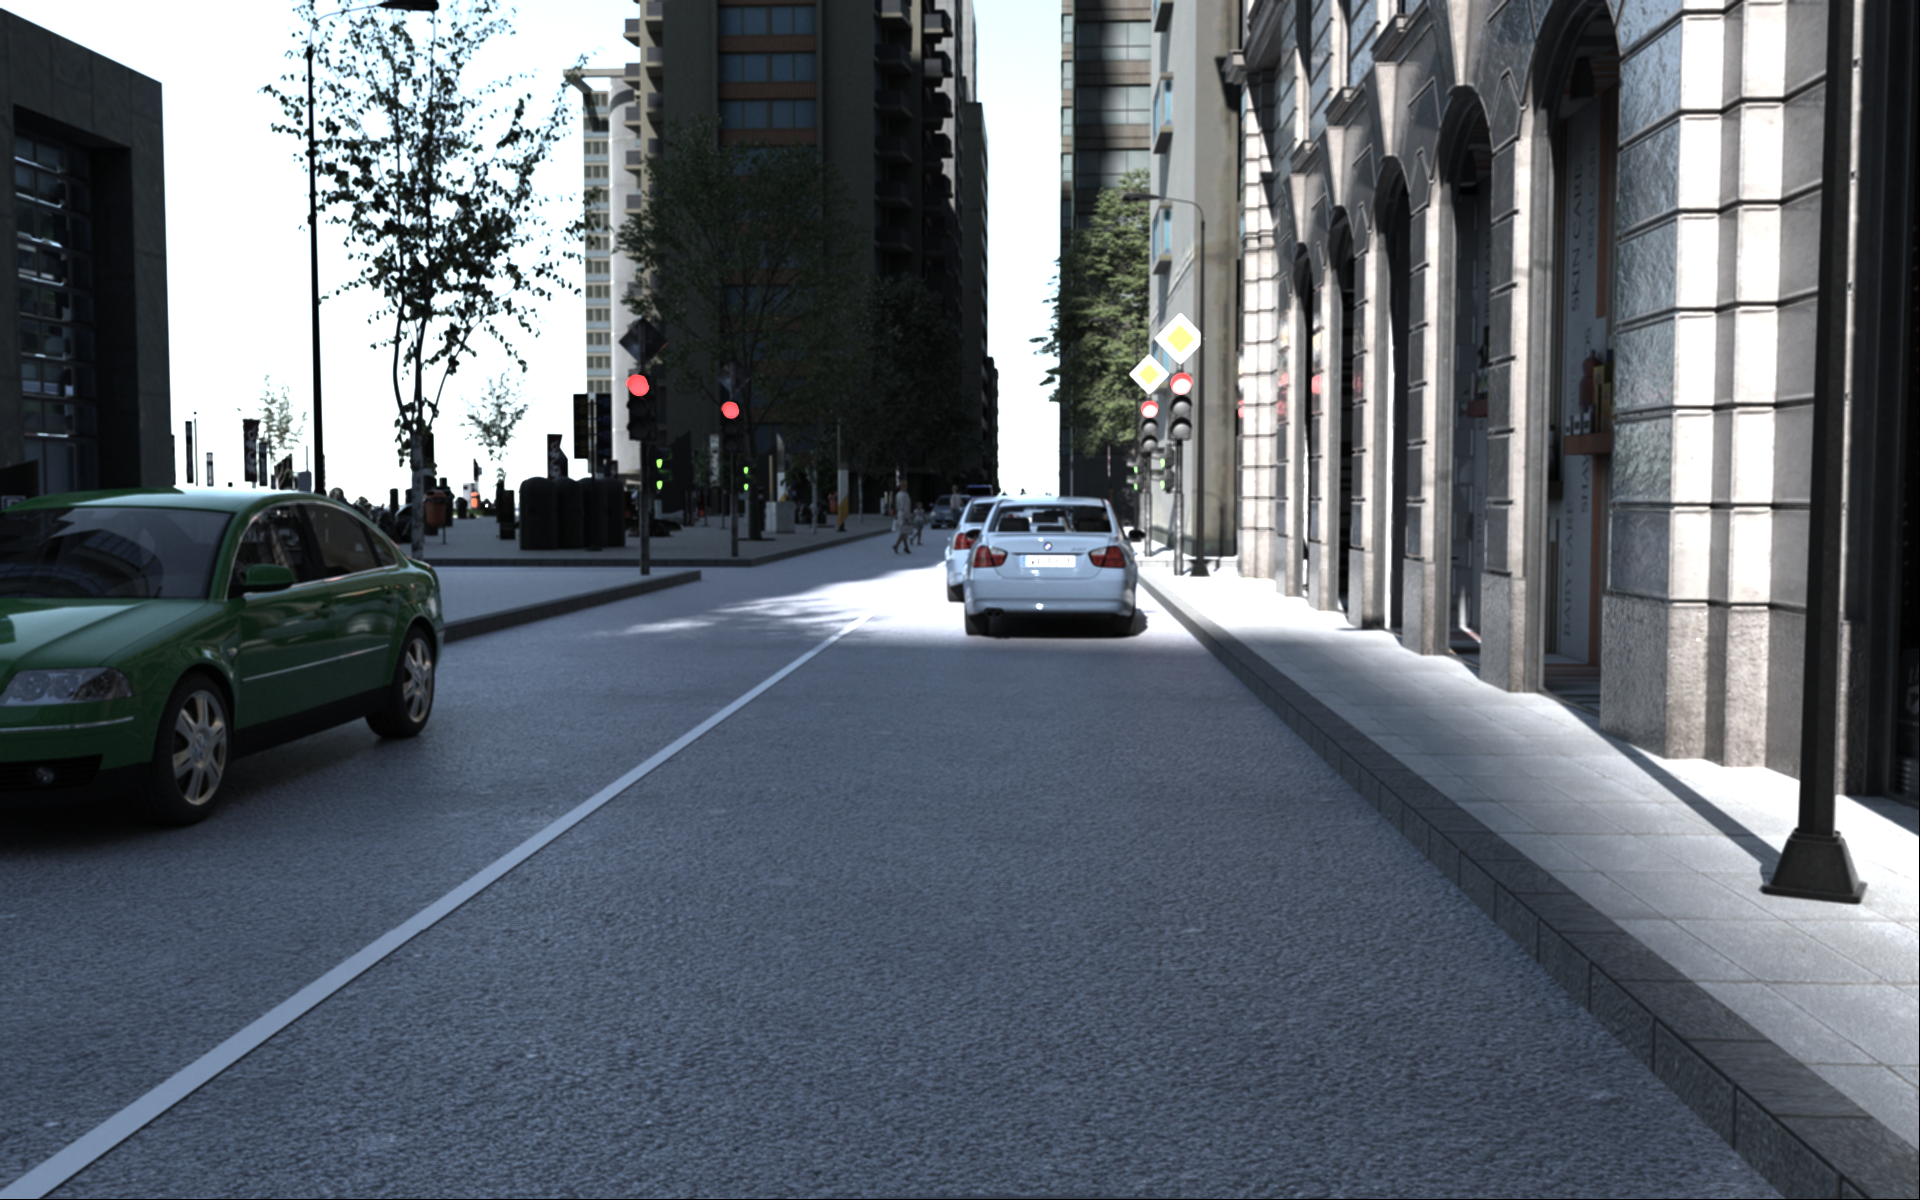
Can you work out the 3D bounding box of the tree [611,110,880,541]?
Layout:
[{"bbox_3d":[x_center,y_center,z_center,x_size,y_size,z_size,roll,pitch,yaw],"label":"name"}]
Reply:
[{"bbox_3d":[-5.834,-7.462,47.766,9.928,11.665,9.643,0,3,0],"label":"tree"}]

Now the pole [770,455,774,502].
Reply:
[{"bbox_3d":[-9.936,-5.970,91.447,0.158,3.312,0.155,0,3,0],"label":"pole"}]

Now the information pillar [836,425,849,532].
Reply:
[{"bbox_3d":[-4.009,-4.156,59.301,0.183,3.616,0.504,2,4,35],"label":"information pillar"}]

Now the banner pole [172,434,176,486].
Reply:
[{"bbox_3d":[-28.925,-4.494,63.488,0.401,3.779,0.863,0,4,3],"label":"banner pole"}]

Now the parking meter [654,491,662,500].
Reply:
[{"bbox_3d":[-15.352,-5.051,88.290,0.399,1.863,0.255,1,4,11],"label":"parking meter"}]

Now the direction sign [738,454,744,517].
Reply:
[{"bbox_3d":[-12.286,-6.426,97.070,0.379,3.537,0.876,-2,4,-23],"label":"direction sign"}]

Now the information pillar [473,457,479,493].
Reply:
[{"bbox_3d":[-30.926,-7.297,110.660,0.183,3.616,0.504,1,4,21],"label":"information pillar"}]

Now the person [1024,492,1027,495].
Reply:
[{"bbox_3d":[8.371,-12.767,217.963,0.721,1.743,1.217,2,4,24],"label":"person"}]

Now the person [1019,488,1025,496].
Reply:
[{"bbox_3d":[3.671,-5.778,103.236,0.850,1.792,0.678,1,4,10],"label":"person"}]

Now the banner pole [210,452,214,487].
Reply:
[{"bbox_3d":[-39.141,-6.121,90.089,0.401,3.779,0.863,2,4,31],"label":"banner pole"}]

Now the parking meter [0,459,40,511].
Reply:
[{"bbox_3d":[-6.902,-0.258,12.622,0.372,1.533,0.369,0,3,0],"label":"parking meter"}]

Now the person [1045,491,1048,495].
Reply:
[{"bbox_3d":[12.615,-14.985,253.139,1.348,1.869,0.705,-3,4,-36],"label":"person"}]

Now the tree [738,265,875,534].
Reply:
[{"bbox_3d":[-4.872,-6.409,55.143,4.737,8.622,4.395,0,3,0],"label":"tree"}]

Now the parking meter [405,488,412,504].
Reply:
[{"bbox_3d":[-23.619,-4.031,74.316,0.372,1.533,0.369,0,3,0],"label":"parking meter"}]

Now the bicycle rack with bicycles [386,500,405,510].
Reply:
[{"bbox_3d":[-32.052,-5.449,102.473,2.925,0.926,2.852,1,4,16],"label":"bicycle rack with bicycles"}]

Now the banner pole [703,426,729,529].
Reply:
[{"bbox_3d":[-8.900,-4.510,63.754,0.863,3.779,0.401,2,4,35],"label":"banner pole"}]

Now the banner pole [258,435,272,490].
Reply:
[{"bbox_3d":[-29.361,-5.096,73.333,0.401,3.779,0.863,2,4,30],"label":"banner pole"}]

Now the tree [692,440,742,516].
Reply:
[{"bbox_3d":[-14.163,-7.153,100.668,4.285,4.588,4.351,0,3,0],"label":"tree"}]

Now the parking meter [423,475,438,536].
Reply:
[{"bbox_3d":[-16.374,-2.929,53.608,0.255,1.863,0.399,2,4,25],"label":"parking meter"}]

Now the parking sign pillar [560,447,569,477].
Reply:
[{"bbox_3d":[-20.712,-6.183,89.557,1.447,3.967,1.447,-3,5,-39],"label":"parking sign pillar"}]

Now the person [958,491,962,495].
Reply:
[{"bbox_3d":[-0.017,-6.043,109.105,0.330,1.601,0.589,0,4,7],"label":"person"}]

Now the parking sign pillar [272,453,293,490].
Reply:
[{"bbox_3d":[-43.808,-7.557,112.030,1.447,3.967,1.447,2,4,32],"label":"parking sign pillar"}]

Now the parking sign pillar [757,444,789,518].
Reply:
[{"bbox_3d":[-10.232,-6.359,92.449,1.447,3.967,1.447,1,4,19],"label":"parking sign pillar"}]

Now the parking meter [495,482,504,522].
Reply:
[{"bbox_3d":[-21.340,-4.564,80.335,0.399,1.863,0.255,-1,4,-15],"label":"parking meter"}]

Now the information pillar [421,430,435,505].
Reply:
[{"bbox_3d":[-17.143,-3.938,55.747,0.183,3.616,0.504,3,5,43],"label":"information pillar"}]

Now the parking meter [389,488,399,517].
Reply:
[{"bbox_3d":[-23.447,-3.876,71.775,0.372,1.533,0.369,0,3,0],"label":"parking meter"}]

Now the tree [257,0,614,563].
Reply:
[{"bbox_3d":[-6.727,-4.381,21.997,4.360,8.622,3.978,0,3,0],"label":"tree"}]

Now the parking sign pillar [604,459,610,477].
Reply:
[{"bbox_3d":[-22.670,-7.488,110.904,1.447,3.967,1.447,0,4,-3],"label":"parking sign pillar"}]

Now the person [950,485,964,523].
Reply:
[{"bbox_3d":[0.012,-3.013,58.437,0.598,1.740,0.731,1,4,18],"label":"person"}]

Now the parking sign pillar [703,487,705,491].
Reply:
[{"bbox_3d":[-13.089,-5.730,82.165,1.447,3.967,1.447,0,4,7],"label":"parking sign pillar"}]

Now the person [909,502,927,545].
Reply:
[{"bbox_3d":[-1.165,-2.160,48.824,0.505,1.210,0.382,-3,5,-44],"label":"person"}]

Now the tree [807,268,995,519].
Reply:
[{"bbox_3d":[-2.995,-10.462,88.067,9.611,12.733,9.660,0,3,0],"label":"tree"}]

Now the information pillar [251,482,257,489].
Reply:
[{"bbox_3d":[-27.370,-4.634,67.124,0.183,3.616,0.504,-2,4,-35],"label":"information pillar"}]

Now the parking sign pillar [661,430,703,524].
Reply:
[{"bbox_3d":[-12.029,-5.213,73.711,1.447,3.967,1.447,1,4,13],"label":"parking sign pillar"}]

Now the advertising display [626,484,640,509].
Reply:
[{"bbox_3d":[-20.769,-6.419,110.158,0.974,1.923,0.123,2,4,24],"label":"advertising display"}]

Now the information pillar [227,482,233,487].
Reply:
[{"bbox_3d":[-43.103,-5.983,102.321,0.304,2.012,0.304,-2,4,-29],"label":"information pillar"}]

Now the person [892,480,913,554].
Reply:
[{"bbox_3d":[-1.406,-2.006,41.658,0.624,1.780,0.694,-1,4,-23],"label":"person"}]

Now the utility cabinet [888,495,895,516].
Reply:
[{"bbox_3d":[-4.070,-5.561,102.076,0.306,1.237,1.020,1,4,10],"label":"utility cabinet"}]

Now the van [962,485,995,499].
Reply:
[{"bbox_3d":[1.289,-6.881,116.895,2.240,2.365,5.245,0,4,2],"label":"van"}]

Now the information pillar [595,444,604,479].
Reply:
[{"bbox_3d":[-14.203,-4.705,68.281,0.183,3.616,0.504,2,4,24],"label":"information pillar"}]

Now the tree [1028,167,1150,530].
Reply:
[{"bbox_3d":[6.124,-8.739,61.005,7.486,12.596,7.792,0,3,0],"label":"tree"}]

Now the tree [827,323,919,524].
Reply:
[{"bbox_3d":[-4.140,-7.595,74.545,4.360,8.622,3.978,0,3,0],"label":"tree"}]

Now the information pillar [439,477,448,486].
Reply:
[{"bbox_3d":[-22.217,-4.282,74.504,0.304,2.012,0.304,-2,4,-32],"label":"information pillar"}]

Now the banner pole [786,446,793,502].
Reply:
[{"bbox_3d":[-8.858,-6.044,88.830,0.863,3.779,0.401,1,4,14],"label":"banner pole"}]

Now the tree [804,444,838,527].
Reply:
[{"bbox_3d":[-5.227,-4.429,67.021,1.663,3.219,1.824,0,3,0],"label":"tree"}]

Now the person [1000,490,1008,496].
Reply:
[{"bbox_3d":[4.079,-9.181,158.595,1.348,1.826,0.705,1,4,20],"label":"person"}]

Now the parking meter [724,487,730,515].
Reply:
[{"bbox_3d":[-14.104,-6.041,104.479,0.399,1.863,0.255,2,4,29],"label":"parking meter"}]

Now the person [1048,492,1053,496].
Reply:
[{"bbox_3d":[12.090,-13.613,231.601,0.617,1.759,0.750,1,4,16],"label":"person"}]

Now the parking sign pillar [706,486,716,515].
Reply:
[{"bbox_3d":[-15.570,-7.135,105.135,1.447,3.967,1.447,1,4,17],"label":"parking sign pillar"}]

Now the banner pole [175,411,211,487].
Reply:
[{"bbox_3d":[-23.019,-3.789,51.967,0.401,3.779,0.863,0,4,4],"label":"banner pole"}]

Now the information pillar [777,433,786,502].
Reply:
[{"bbox_3d":[-6.841,-4.590,66.401,0.183,3.616,0.504,-3,5,-41],"label":"information pillar"}]

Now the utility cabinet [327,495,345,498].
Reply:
[{"bbox_3d":[-36.311,-5.476,100.695,1.020,1.237,0.306,-1,4,-21],"label":"utility cabinet"}]

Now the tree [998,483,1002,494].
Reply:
[{"bbox_3d":[5.731,-16.797,269.232,1.663,3.219,1.824,0,3,0],"label":"tree"}]

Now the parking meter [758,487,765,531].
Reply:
[{"bbox_3d":[-7.010,-3.181,60.414,0.372,1.533,0.369,0,3,0],"label":"parking meter"}]

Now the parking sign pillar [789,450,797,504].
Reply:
[{"bbox_3d":[-10.116,-6.999,102.912,1.447,3.967,1.447,-2,4,-27],"label":"parking sign pillar"}]

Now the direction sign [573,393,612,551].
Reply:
[{"bbox_3d":[-8.261,-2.873,38.976,0.876,3.537,0.379,0,4,5],"label":"direction sign"}]
